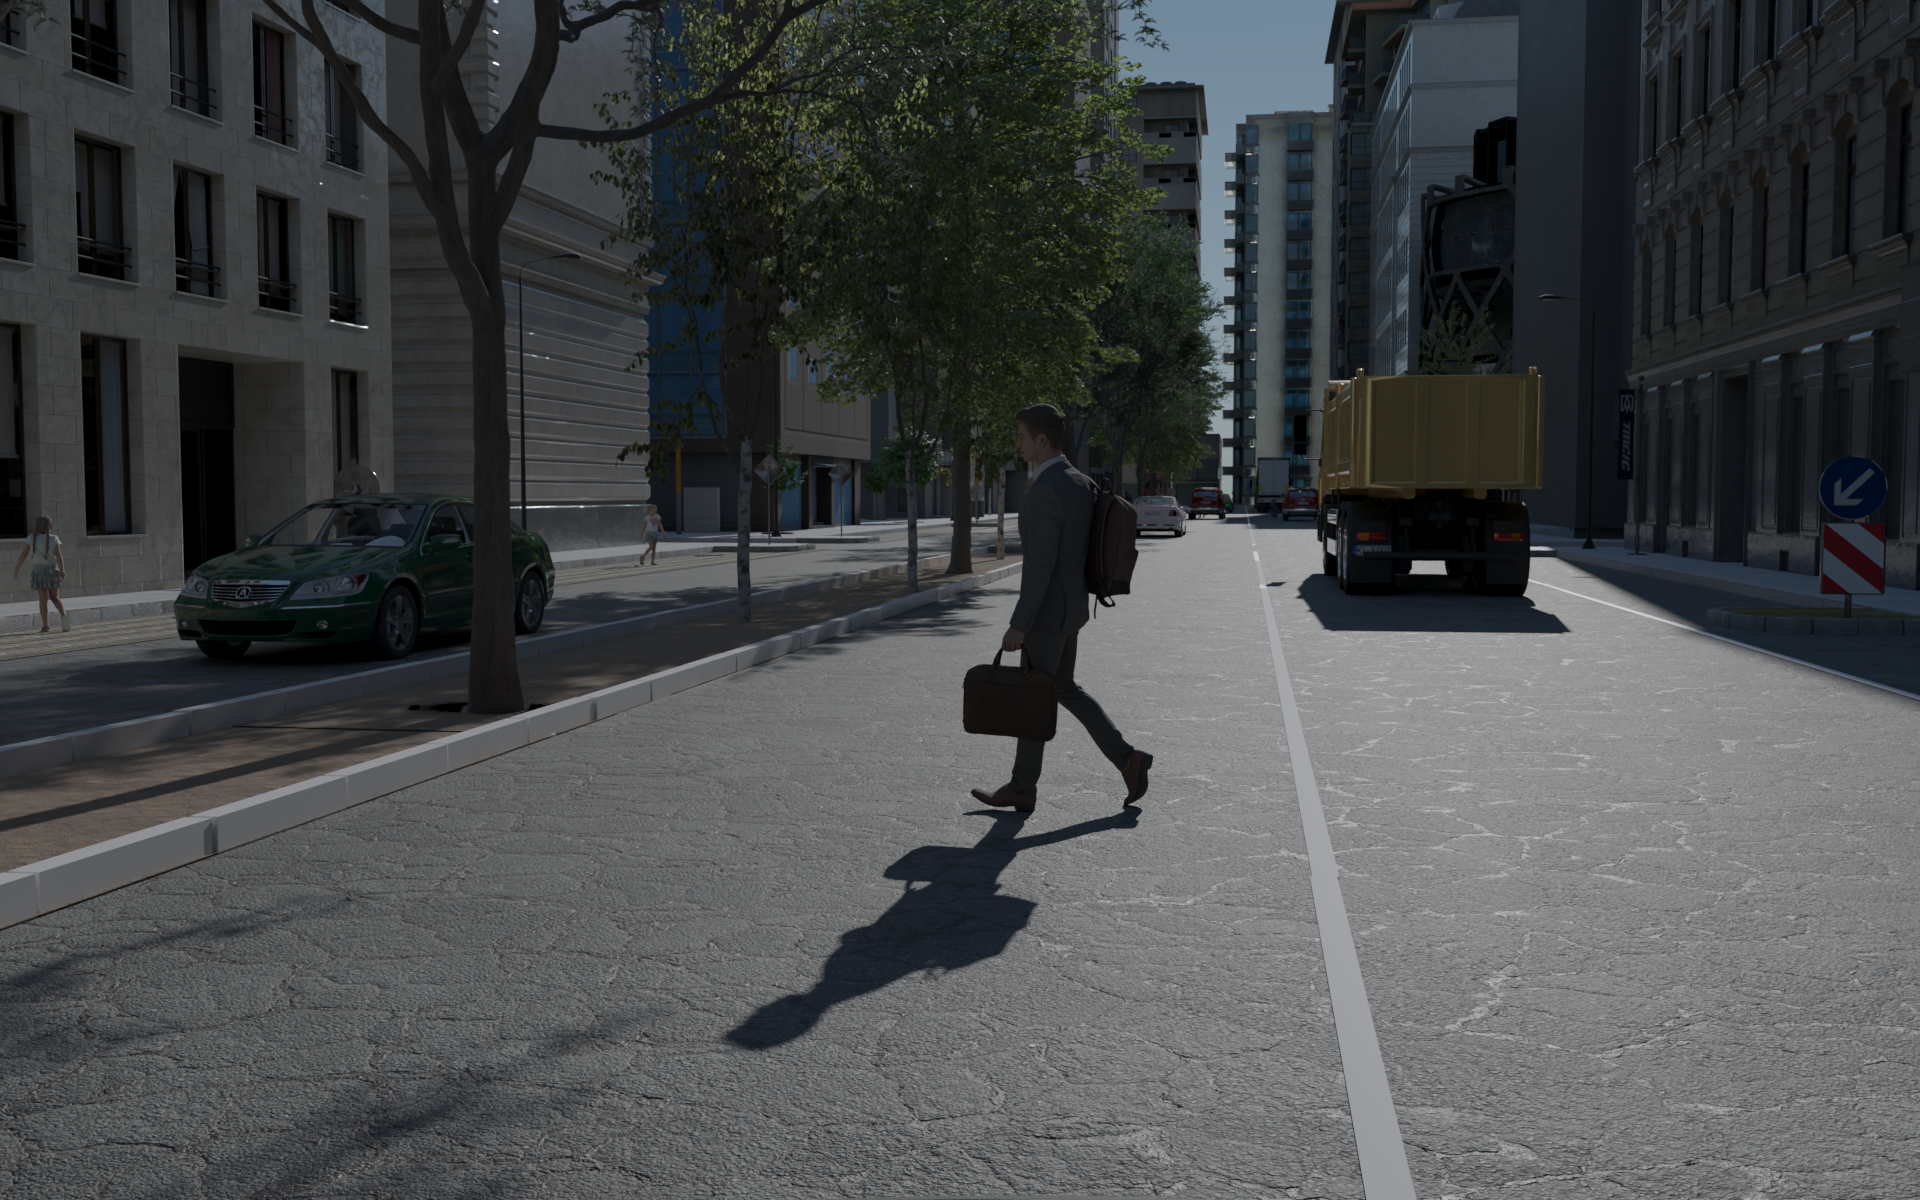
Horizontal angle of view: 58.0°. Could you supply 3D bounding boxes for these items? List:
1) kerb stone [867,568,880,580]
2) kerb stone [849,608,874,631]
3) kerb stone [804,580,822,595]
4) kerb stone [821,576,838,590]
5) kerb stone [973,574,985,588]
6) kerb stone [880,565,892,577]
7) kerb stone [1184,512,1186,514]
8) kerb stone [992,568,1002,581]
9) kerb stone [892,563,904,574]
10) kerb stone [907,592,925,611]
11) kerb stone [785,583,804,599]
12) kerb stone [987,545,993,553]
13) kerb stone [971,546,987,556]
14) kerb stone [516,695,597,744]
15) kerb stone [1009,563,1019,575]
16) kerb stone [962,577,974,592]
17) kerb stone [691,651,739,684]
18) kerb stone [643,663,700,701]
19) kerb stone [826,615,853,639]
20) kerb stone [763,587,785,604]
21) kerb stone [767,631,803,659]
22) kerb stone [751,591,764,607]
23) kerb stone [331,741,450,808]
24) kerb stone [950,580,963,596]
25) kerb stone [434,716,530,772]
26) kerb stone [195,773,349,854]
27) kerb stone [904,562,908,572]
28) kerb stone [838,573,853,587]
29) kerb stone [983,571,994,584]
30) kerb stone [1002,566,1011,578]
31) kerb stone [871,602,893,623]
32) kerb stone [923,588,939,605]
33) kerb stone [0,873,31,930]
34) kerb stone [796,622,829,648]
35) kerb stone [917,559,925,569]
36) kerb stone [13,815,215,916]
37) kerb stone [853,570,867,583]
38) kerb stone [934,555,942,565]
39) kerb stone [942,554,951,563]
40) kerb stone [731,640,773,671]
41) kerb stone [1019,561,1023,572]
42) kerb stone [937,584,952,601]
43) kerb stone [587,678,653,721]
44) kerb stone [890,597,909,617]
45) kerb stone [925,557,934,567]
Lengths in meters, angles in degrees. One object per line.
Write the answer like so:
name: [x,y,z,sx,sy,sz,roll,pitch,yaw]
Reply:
kerb stone: [-1.549,-0.410,28.963,0.120,0.150,1.000,1,4,9]
kerb stone: [-1.110,0.225,18.524,0.120,0.150,1.000,1,4,9]
kerb stone: [-2.200,-0.165,24.906,0.120,0.150,1.000,1,4,9]
kerb stone: [-2.035,-0.228,25.920,0.120,0.150,1.000,1,4,9]
kerb stone: [0.208,-0.271,26.625,0.120,0.150,1.000,1,4,9]
kerb stone: [-1.372,-0.476,29.975,0.120,0.150,1.000,1,4,9]
kerb stone: [15.989,-6.182,123.276,0.120,0.150,1.000,1,4,9]
kerb stone: [0.530,-0.394,28.643,0.120,0.150,1.000,1,4,9]
kerb stone: [-1.212,-0.534,30.985,0.120,0.150,1.000,1,4,9]
kerb stone: [-0.622,0.038,21.568,0.120,0.150,1.000,1,4,9]
kerb stone: [-2.366,-0.104,23.891,0.120,0.150,1.000,1,4,9]
kerb stone: [0.616,-1.216,42.127,0.120,0.150,1.000,1,4,9]
kerb stone: [0.447,-1.157,41.112,0.120,0.150,1.000,1,4,9]
kerb stone: [-2.446,0.720,10.431,0.120,0.150,1.000,1,4,9]
kerb stone: [0.875,-0.518,30.667,0.120,0.150,1.000,1,4,9]
kerb stone: [0.040,-0.207,25.609,0.120,0.150,1.000,1,4,9]
kerb stone: [-1.944,0.534,13.461,0.120,0.150,1.000,1,4,9]
kerb stone: [-2.102,0.596,12.452,0.120,0.150,1.000,1,4,9]
kerb stone: [-1.282,0.288,17.517,0.120,0.150,1.000,1,4,9]
kerb stone: [-2.534,-0.042,22.883,0.120,0.150,1.000,1,4,9]
kerb stone: [-1.614,0.411,15.479,0.120,0.150,1.000,1,4,9]
kerb stone: [-2.699,0.022,21.867,0.120,0.150,1.000,1,4,9]
kerb stone: [-2.768,0.844,8.397,0.120,0.150,1.000,1,4,9]
kerb stone: [-0.128,-0.145,24.600,0.120,0.150,1.000,1,4,9]
kerb stone: [-2.611,0.782,9.410,0.120,0.150,1.000,1,4,9]
kerb stone: [-2.929,0.906,7.388,0.120,0.150,1.000,1,4,9]
kerb stone: [-1.039,-0.599,32.000,0.120,0.150,1.000,1,4,9]
kerb stone: [-1.872,-0.290,26.931,0.120,0.150,1.000,1,4,9]
kerb stone: [0.370,-0.333,27.634,0.120,0.150,1.000,1,4,9]
kerb stone: [0.703,-0.456,29.650,0.120,0.150,1.000,1,4,9]
kerb stone: [-0.948,0.162,19.542,0.120,0.150,1.000,1,4,9]
kerb stone: [-0.457,-0.023,22.576,0.120,0.150,1.000,1,4,9]
kerb stone: [-3.263,1.029,5.371,0.120,0.150,1.000,1,4,9]
kerb stone: [-1.446,0.349,16.489,0.120,0.150,1.000,1,4,9]
kerb stone: [-0.872,-0.658,33.008,0.120,0.150,1.000,1,4,9]
kerb stone: [-3.102,0.968,6.381,0.120,0.150,1.000,1,4,9]
kerb stone: [-1.712,-0.352,27.954,0.120,0.150,1.000,1,4,9]
kerb stone: [-0.553,-0.785,35.028,0.120,0.150,1.000,1,4,9]
kerb stone: [-0.377,-0.843,36.046,0.120,0.150,1.000,1,4,9]
kerb stone: [-1.776,0.473,14.470,0.120,0.150,1.000,1,4,9]
kerb stone: [1.030,-0.580,31.686,0.120,0.150,1.000,1,4,9]
kerb stone: [-0.285,-0.085,23.584,0.120,0.150,1.000,1,4,9]
kerb stone: [-2.270,0.658,11.443,0.120,0.150,1.000,1,4,9]
kerb stone: [-0.789,0.100,20.558,0.120,0.150,1.000,1,4,9]
kerb stone: [-0.711,-0.723,34.018,0.120,0.150,1.000,1,4,9]
